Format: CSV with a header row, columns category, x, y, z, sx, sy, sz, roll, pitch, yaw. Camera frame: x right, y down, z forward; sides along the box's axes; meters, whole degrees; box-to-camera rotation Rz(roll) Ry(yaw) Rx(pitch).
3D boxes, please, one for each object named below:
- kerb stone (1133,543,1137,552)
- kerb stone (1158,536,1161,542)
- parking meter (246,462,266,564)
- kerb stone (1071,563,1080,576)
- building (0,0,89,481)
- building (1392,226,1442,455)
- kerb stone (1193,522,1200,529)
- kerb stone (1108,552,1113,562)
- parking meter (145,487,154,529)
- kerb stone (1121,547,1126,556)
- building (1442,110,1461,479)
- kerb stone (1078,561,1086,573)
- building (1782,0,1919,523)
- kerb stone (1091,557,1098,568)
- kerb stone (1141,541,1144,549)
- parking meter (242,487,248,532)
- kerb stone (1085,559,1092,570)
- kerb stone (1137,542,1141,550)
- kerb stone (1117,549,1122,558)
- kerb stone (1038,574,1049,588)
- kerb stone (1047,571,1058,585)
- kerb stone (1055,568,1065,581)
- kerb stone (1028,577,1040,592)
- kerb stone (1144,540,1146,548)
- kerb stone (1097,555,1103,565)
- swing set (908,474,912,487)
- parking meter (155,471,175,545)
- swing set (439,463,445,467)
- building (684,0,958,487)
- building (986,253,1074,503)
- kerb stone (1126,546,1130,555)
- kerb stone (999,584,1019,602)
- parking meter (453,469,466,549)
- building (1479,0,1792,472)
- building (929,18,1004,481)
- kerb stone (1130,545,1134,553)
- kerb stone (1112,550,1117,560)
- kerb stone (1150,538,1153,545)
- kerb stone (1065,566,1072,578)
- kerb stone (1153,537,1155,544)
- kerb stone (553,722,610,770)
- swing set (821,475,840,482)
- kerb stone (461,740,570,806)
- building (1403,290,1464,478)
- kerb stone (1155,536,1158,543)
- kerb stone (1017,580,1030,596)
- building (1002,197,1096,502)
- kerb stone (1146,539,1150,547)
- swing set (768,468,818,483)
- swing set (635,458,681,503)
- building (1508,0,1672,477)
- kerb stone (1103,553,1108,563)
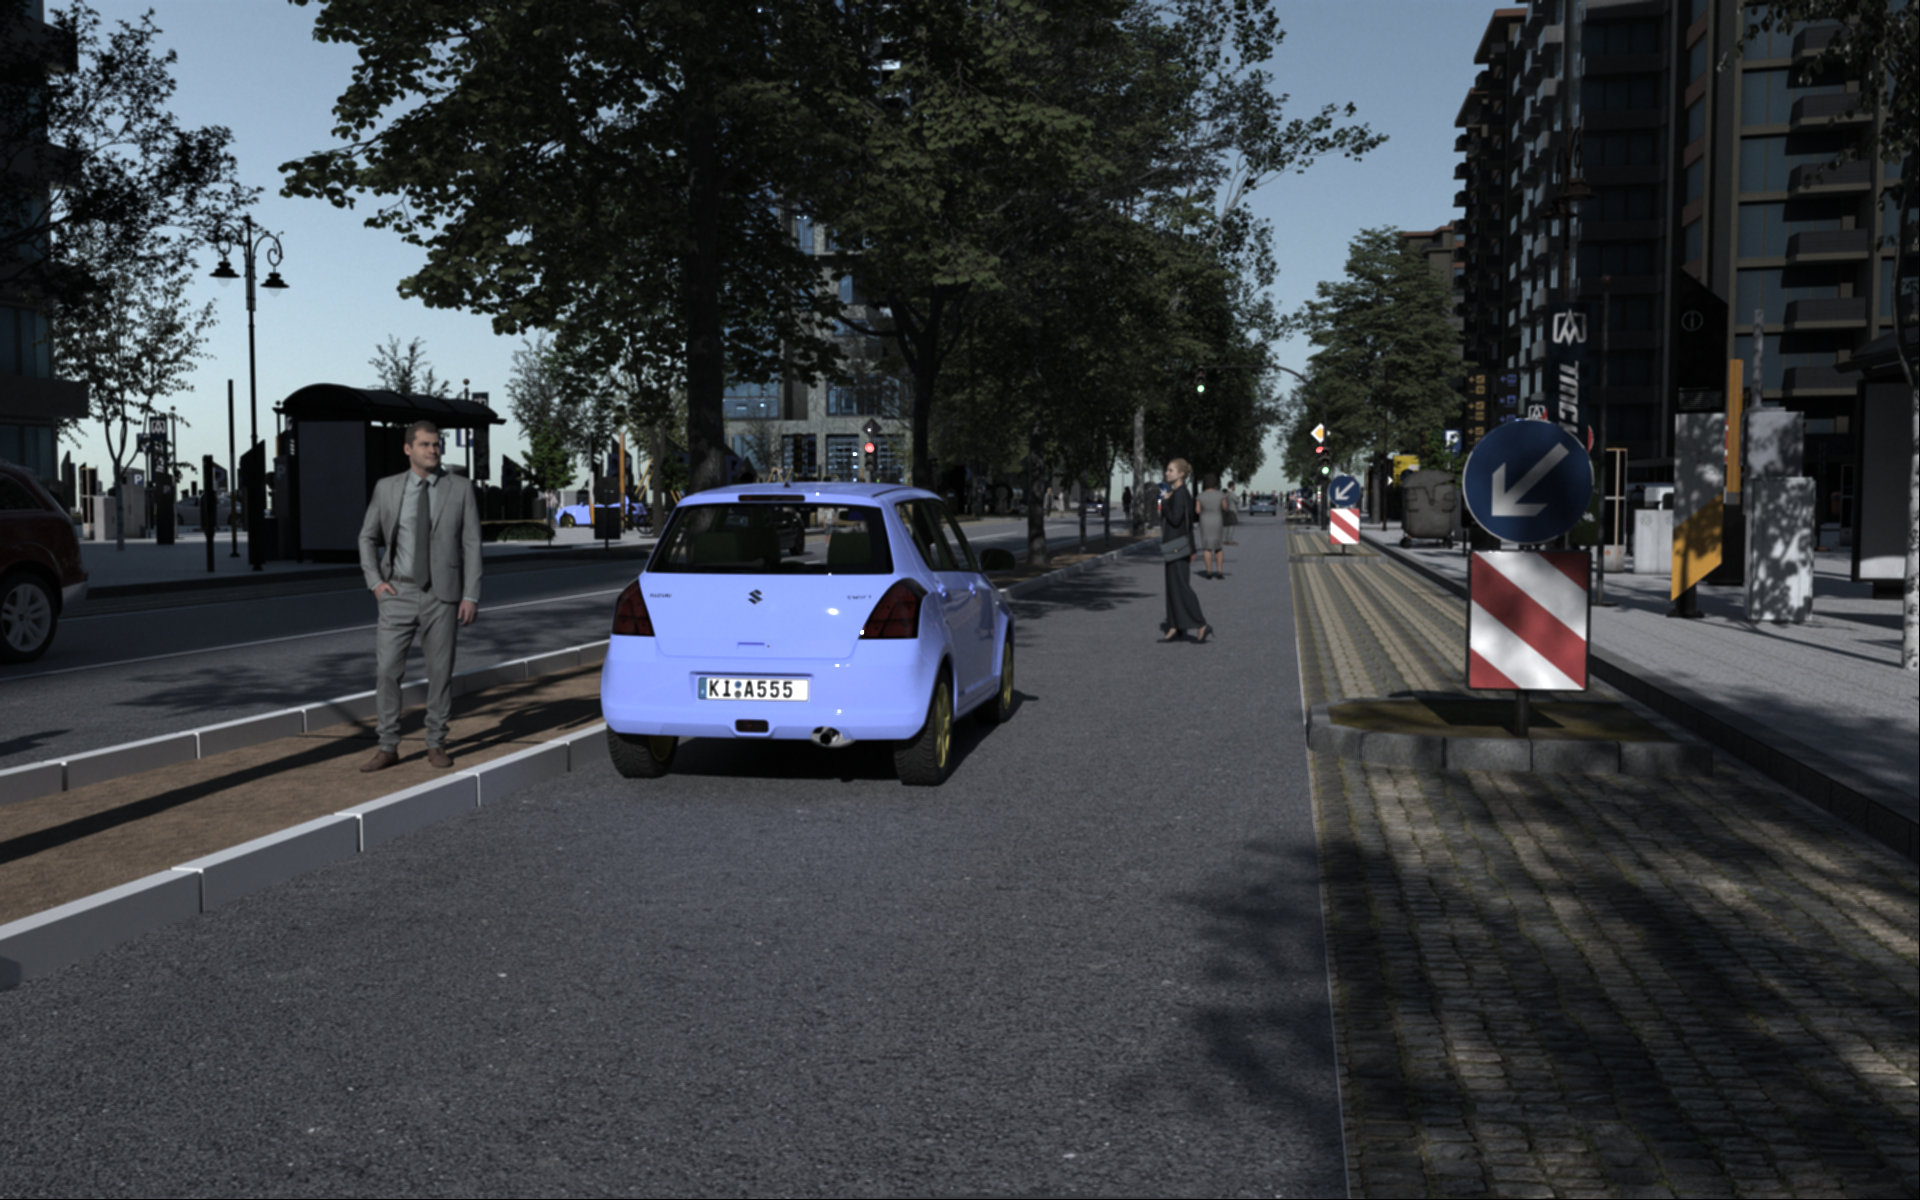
category,x,y,z,sx,sy,sz,roll,pitch,yaw
kerb stone,4.207,-1.257,42.739,0.120,0.150,1.000,1,4,11
kerb stone,5.719,-1.743,50.805,0.120,0.150,1.000,1,4,11
parking meter,-12.898,-1.592,31.733,0.255,1.863,0.399,-1,4,-14
kerb stone,1.953,-0.511,30.640,0.120,0.150,1.000,1,4,11
building,-42.105,-26.021,45.057,30.456,49.044,23.786,1,4,11
building,81.573,-38.243,279.902,22.147,44.769,28.867,1,4,11
kerb stone,10.313,-3.251,75.494,0.120,0.150,1.000,1,4,11
kerb stone,3.083,-0.887,36.695,0.120,0.150,1.000,1,4,11
parking meter,-29.781,-3.371,63.532,0.372,1.533,0.369,0,3,0
kerb stone,3.638,-1.069,39.718,0.120,0.150,1.000,1,4,11
building,63.969,-32.329,183.203,22.147,44.769,28.867,1,4,11
kerb stone,2.146,-0.574,31.644,0.120,0.150,1.000,1,4,11
building,48.438,-26.234,83.553,28.867,44.769,22.147,1,4,11
kerb stone,2.515,-0.701,33.658,0.120,0.150,1.000,1,4,11
kerb stone,4.583,-1.380,44.762,0.120,0.150,1.000,1,4,11
parking meter,-24.152,-3.080,58.770,0.372,1.533,0.369,0,3,0
kerb stone,2.331,-0.639,32.649,0.120,0.150,1.000,1,4,11
kerb stone,4.397,-1.319,43.757,0.120,0.150,1.000,1,4,11
kerb stone,3.460,-1.010,38.711,0.120,0.150,1.000,1,4,11
kerb stone,1.200,-0.265,26.617,0.120,0.150,1.000,1,4,11
kerb stone,1.396,-0.332,27.620,0.120,0.150,1.000,1,4,11
kerb stone,1.577,-0.393,28.627,0.120,0.150,1.000,1,4,11
kerb stone,1.013,-0.208,25.596,0.120,0.150,1.000,1,4,11
kerb stone,4.762,-1.442,45.768,0.120,0.150,1.000,1,4,11
kerb stone,2.704,-0.762,34.677,0.120,0.150,1.000,1,4,11
swing set,-3.110,-9.156,147.315,3.119,2.851,2.862,1,4,16
parking meter,-20.242,-2.348,44.108,0.255,1.863,0.399,3,4,37
swing set,-26.744,-5.401,85.922,2.862,2.851,3.119,2,4,27
building,-11.983,-52.101,164.517,22.319,86.520,31.000,1,4,11
building,0.240,-34.687,259.006,32.217,40.220,23.993,1,4,11
kerb stone,3.842,-1.133,40.728,0.120,0.150,1.000,1,4,11
kerb stone,0.639,-0.085,23.585,0.120,0.150,1.000,1,4,11
parking meter,-11.723,-2.134,40.597,0.399,1.863,0.255,1,4,23
building,57.746,-30.607,155.050,22.147,44.769,28.867,1,4,11
building,-10.374,-37.062,195.206,28.713,52.752,27.495,1,4,11
kerb stone,4.022,-1.195,41.734,0.120,0.150,1.000,1,4,11
kerb stone,3.264,-0.948,37.708,0.120,0.150,1.000,1,4,11
kerb stone,5.146,-1.565,47.788,0.120,0.150,1.000,1,4,11
kerb stone,1.762,-0.452,29.633,0.120,0.150,1.000,1,4,11
kerb stone,5.332,-1.626,48.797,0.120,0.150,1.000,1,4,11
kerb stone,-1.990,0.779,9.466,0.120,0.150,1.000,1,4,11
swing set,-11.269,-8.933,143.679,2.862,2.851,3.119,3,4,37
kerb stone,-2.175,0.841,8.453,0.120,0.150,1.000,1,4,11
building,73.467,-29.815,259.169,14.160,30.474,14.107,1,4,11
kerb stone,5.520,-1.686,49.802,0.120,0.150,1.000,1,4,11
kerb stone,0.826,-0.146,24.590,0.120,0.150,1.000,1,4,11
building,10.315,-45.326,283.077,21.231,58.520,28.212,1,4,11
kerb stone,4.957,-1.503,46.781,0.120,0.150,1.000,1,4,11
swing set,-10.583,-6.554,104.776,2.862,2.851,3.119,1,4,16
swing set,-13.392,-4.836,76.696,2.862,2.851,3.119,0,4,-4
building,51.476,-30.734,122.113,23.786,49.044,30.456,1,4,11
kerb stone,2.887,-0.825,35.683,0.120,0.150,1.000,1,4,11
